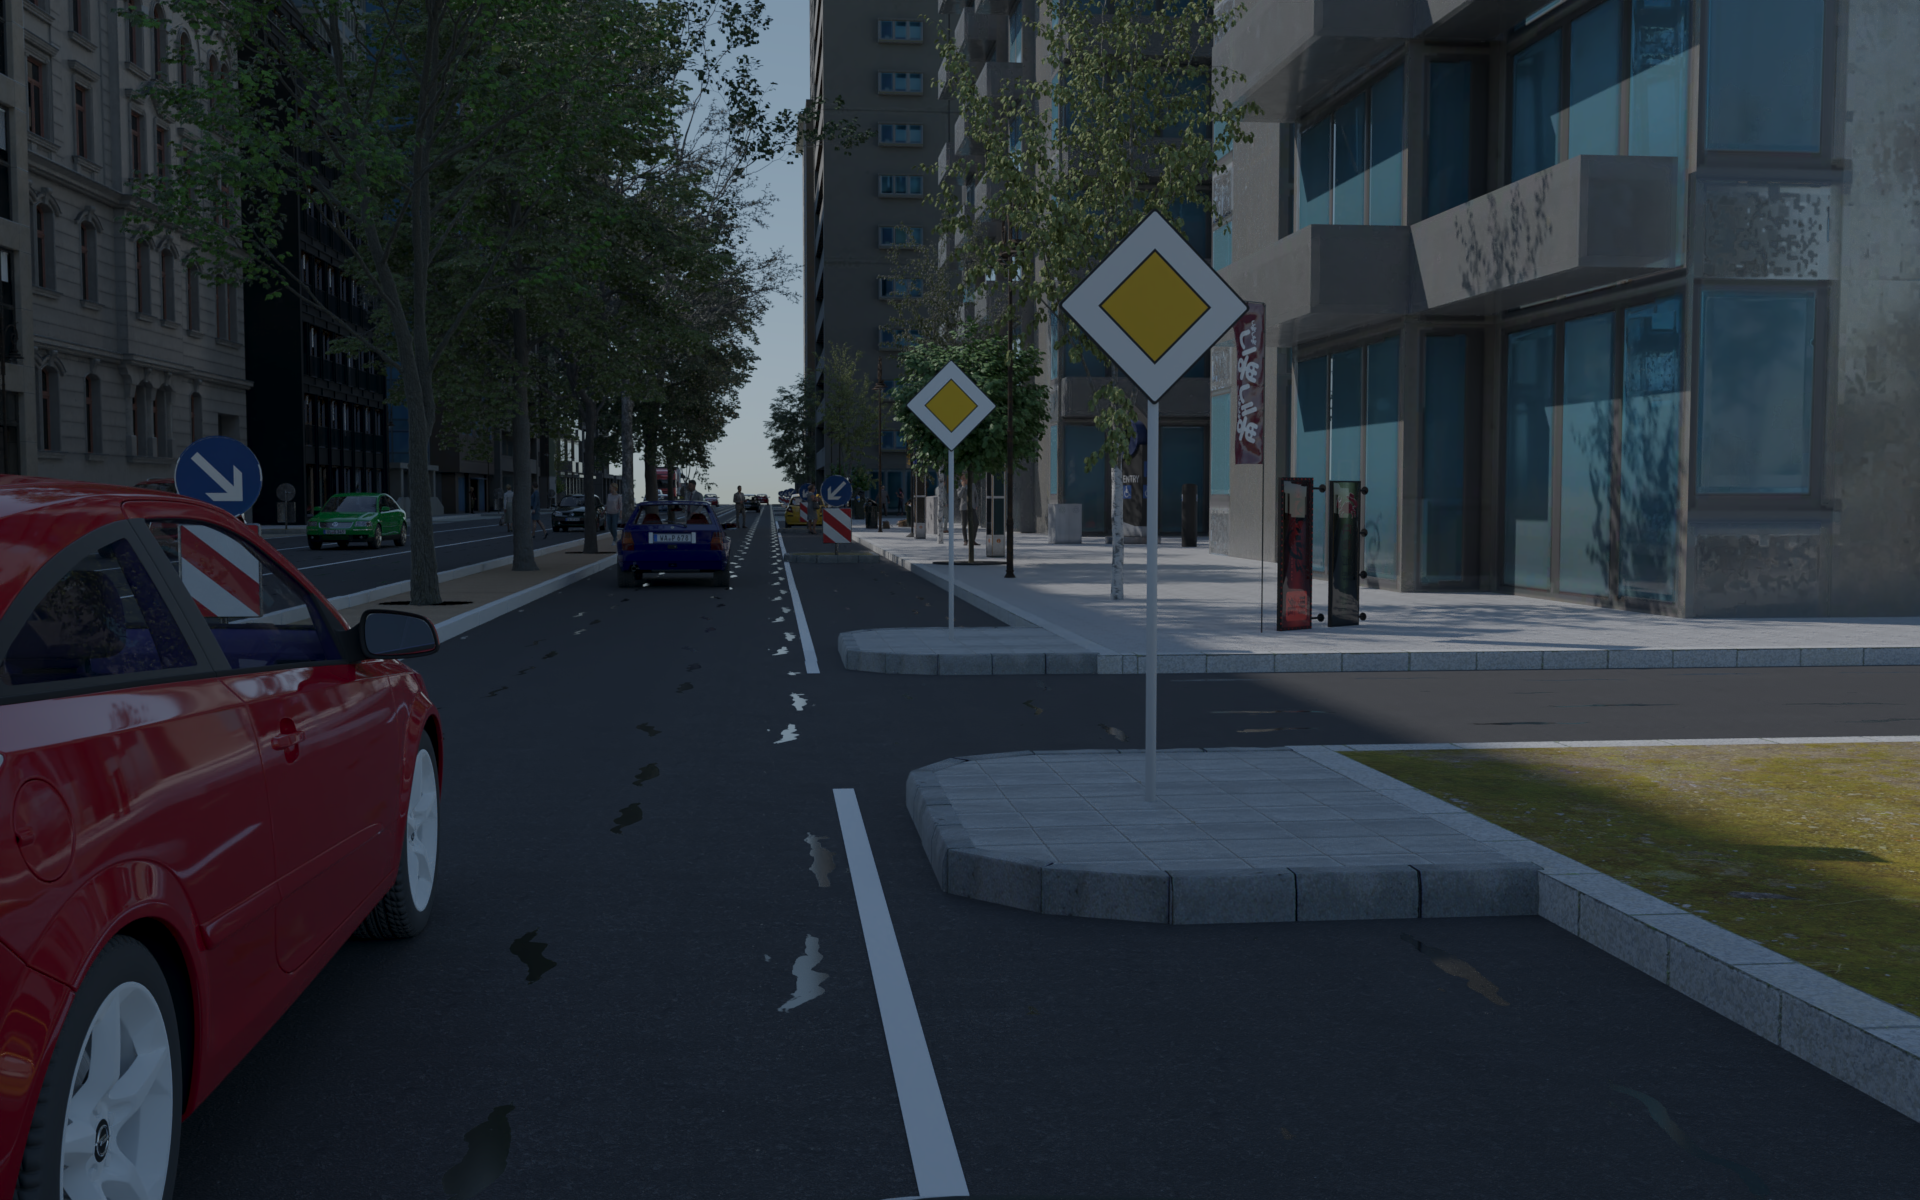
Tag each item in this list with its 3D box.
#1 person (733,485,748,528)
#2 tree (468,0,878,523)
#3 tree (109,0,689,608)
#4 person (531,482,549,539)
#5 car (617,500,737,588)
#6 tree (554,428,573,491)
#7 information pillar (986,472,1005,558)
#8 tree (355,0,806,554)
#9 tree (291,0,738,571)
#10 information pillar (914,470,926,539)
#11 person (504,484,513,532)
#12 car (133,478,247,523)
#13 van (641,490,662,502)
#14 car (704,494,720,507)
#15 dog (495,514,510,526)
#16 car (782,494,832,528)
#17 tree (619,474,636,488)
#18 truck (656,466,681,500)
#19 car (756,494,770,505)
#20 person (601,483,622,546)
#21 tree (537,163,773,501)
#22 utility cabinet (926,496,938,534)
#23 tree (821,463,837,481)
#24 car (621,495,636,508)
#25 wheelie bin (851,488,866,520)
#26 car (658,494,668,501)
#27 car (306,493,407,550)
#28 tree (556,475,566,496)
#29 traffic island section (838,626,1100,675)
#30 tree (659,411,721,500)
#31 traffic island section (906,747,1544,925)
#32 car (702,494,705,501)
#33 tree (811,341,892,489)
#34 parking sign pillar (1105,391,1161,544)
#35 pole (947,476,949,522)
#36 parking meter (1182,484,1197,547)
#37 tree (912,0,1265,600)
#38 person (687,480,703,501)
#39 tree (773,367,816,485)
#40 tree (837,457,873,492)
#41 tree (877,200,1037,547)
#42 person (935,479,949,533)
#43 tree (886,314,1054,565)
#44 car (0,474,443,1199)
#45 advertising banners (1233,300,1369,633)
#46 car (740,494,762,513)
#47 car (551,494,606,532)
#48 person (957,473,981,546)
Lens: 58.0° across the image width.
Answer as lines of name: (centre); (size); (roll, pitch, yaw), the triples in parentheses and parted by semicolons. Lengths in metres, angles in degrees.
person: (-9.212, -3.925, 72.874); (0.583, 1.804, 0.606); (3, 5, 43)
tree: (-9.223, -11.946, 53.667); (12.611, 20.169, 13.585); (0, 3, 0)
tree: (-7.006, -5.740, 22.058); (9.928, 11.665, 9.643); (0, 3, 0)
person: (-13.511, -2.864, 55.356); (0.654, 1.822, 0.581); (0, 4, 5)
car: (-4.580, -0.941, 27.964); (1.945, 1.354, 3.894); (0, 4, -7)
tree: (-38.770, -13.065, 163.982); (4.737, 8.622, 4.395); (0, 3, 0)
information pillar: (0.722, -1.869, 35.055); (0.304, 2.012, 0.304); (-2, 4, -24)
tree: (-8.897, -7.853, 41.225); (12.009, 13.543, 11.850); (0, 3, 0)
tree: (-7.971, -6.782, 31.468); (7.486, 12.596, 7.792); (0, 3, 0)
information pillar: (-1.148, -2.757, 49.567); (0.304, 2.012, 0.304); (-1, 4, -12)
person: (-16.996, -3.467, 65.404); (0.478, 1.798, 0.641); (-1, 4, -12)
car: (-18.471, -1.959, 40.710); (2.281, 1.827, 5.304); (0, 4, -5)
van: (-27.392, -9.032, 154.682); (2.013, 2.044, 4.112); (0, 4, -6)
car: (-28.041, -11.350, 194.611); (2.155, 1.783, 4.494); (0, 4, -5)
dog: (-20.797, -3.779, 78.627); (0.800, 0.831, 0.513); (-1, 4, -12)
car: (-6.104, -3.595, 68.996); (2.015, 1.641, 3.980); (0, 4, -5)
tree: (-47.713, -16.012, 245.512); (4.285, 4.588, 4.351); (0, 3, 0)
truck: (-30.171, -11.575, 178.164); (2.839, 4.237, 11.283); (0, 4, -7)
car: (-25.710, -13.200, 224.866); (2.155, 1.783, 4.494); (0, 4, -5)
person: (-9.623, -2.375, 48.010); (0.731, 1.740, 0.598); (1, 4, 14)
tree: (-11.761, -9.592, 65.943); (9.857, 13.997, 8.962); (0, 3, 0)
utility cabinet: (-0.835, -2.710, 55.472); (0.306, 1.237, 1.020); (-1, 4, -15)
tree: (-6.824, -6.392, 99.115); (1.663, 3.219, 1.824); (0, 3, 0)
car: (-34.360, -10.135, 178.072); (2.083, 1.381, 4.827); (0, 4, -6)
wheelie bin: (-5.092, -4.839, 87.024); (0.693, 1.594, 0.980); (-1, 4, -21)
car: (-20.880, -6.637, 120.520); (2.014, 1.417, 4.499); (0, 4, -5)
car: (-16.065, -2.290, 46.231); (1.959, 1.807, 4.718); (0, 4, -5)
tree: (-39.687, -10.767, 170.638); (1.663, 3.219, 1.824); (0, 3, 0)
traffic island section: (-0.033, 0.435, 15.166); (2.009, 0.180, 2.903); (0, 4, -6)
tree: (-13.777, -8.208, 87.025); (4.360, 8.622, 3.978); (0, 3, 0)
traffic island section: (0.839, 0.921, 7.228); (2.009, 0.180, 2.903); (0, 4, -6)
car: (-27.953, -10.698, 183.710); (1.959, 1.807, 4.718); (0, 4, -6)
tree: (-5.290, -8.109, 82.943); (4.737, 8.622, 4.395); (0, 3, 0)
parking sign pillar: (4.487, -3.444, 44.782); (1.447, 3.967, 1.447); (-2, 4, -31)
pole: (-0.494, -5.277, 80.121); (0.158, 3.312, 0.155); (0, 3, 0)
parking meter: (5.567, -2.055, 42.015); (0.372, 1.533, 0.369); (0, 3, 0)
tree: (1.679, -4.304, 20.738); (4.737, 8.622, 4.395); (0, 3, 0)
person: (-6.646, -2.118, 43.408); (0.678, 1.792, 0.850); (3, 5, 39)
tree: (-15.356, -16.475, 176.018); (9.857, 13.997, 8.962); (0, 3, 0)
tree: (-5.588, -6.083, 94.053); (1.663, 3.219, 1.824); (0, 3, 0)
tree: (-0.330, -5.760, 44.531); (4.360, 8.622, 3.978); (0, 3, 0)
person: (-0.586, -3.118, 57.114); (0.391, 1.810, 0.635); (-3, 4, -39)
tree: (0.244, -2.942, 31.815); (4.285, 4.588, 4.351); (0, 3, 0)
car: (-2.465, 0.294, 4.238); (2.155, 1.783, 4.494); (0, 4, -7)
advertising banners: (3.177, -1.228, 16.260); (2.074, 3.025, 0.090); (-3, 5, -41)
car: (-16.408, -7.627, 134.484); (2.009, 1.686, 4.222); (0, 4, -4)
car: (-14.758, -3.508, 67.148); (2.009, 1.686, 4.222); (0, 4, -5)
person: (0.215, -2.258, 43.149); (0.592, 1.802, 0.473); (0, 4, -5)
